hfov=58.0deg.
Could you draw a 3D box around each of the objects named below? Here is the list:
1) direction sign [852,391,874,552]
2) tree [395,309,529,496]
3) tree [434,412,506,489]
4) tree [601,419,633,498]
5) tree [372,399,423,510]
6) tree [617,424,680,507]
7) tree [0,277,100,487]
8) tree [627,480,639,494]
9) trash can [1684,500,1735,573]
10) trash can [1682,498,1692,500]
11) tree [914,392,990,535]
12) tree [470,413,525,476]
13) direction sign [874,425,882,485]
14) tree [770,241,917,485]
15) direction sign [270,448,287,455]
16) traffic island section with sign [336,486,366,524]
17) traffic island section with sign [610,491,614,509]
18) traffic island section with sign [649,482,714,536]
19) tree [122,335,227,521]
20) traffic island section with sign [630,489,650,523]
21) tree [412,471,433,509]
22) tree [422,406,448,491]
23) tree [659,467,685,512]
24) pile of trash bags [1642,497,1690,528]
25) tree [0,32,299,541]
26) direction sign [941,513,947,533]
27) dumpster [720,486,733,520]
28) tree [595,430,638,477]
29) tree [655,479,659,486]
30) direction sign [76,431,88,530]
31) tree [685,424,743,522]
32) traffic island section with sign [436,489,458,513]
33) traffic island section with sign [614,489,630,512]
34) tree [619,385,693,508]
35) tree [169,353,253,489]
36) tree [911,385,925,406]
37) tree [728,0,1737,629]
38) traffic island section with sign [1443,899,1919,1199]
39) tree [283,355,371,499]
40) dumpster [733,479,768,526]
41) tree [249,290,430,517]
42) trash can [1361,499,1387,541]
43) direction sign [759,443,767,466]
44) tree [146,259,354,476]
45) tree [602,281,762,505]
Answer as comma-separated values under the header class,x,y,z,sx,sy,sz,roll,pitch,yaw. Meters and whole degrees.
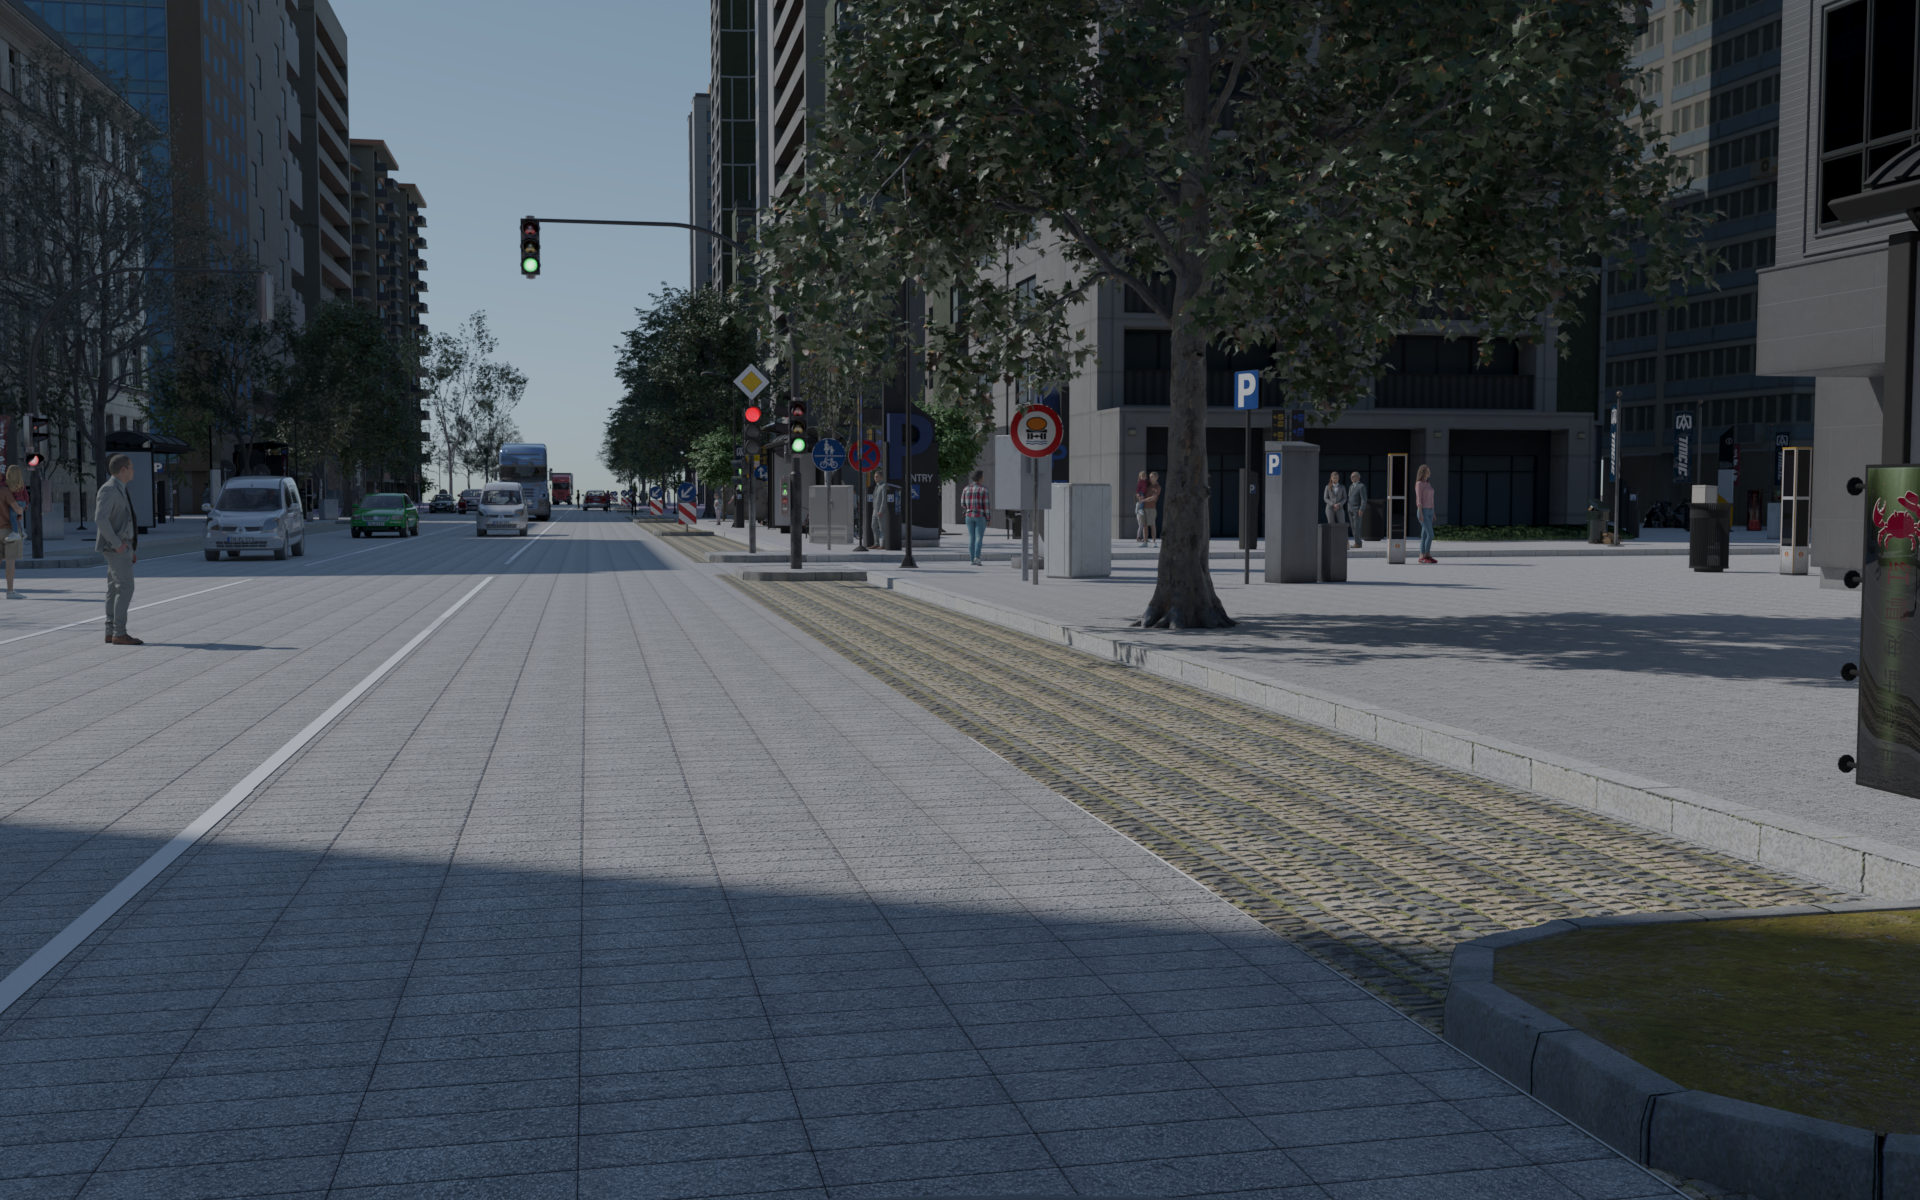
class,x,y,z,sx,sy,sz,roll,pitch,yaw
direction sign,-2.221,-2.852,38.626,0.379,3.537,0.876,-1,4,-10
tree,-51.231,-19.639,176.989,12.611,20.169,13.585,0,3,0
tree,-55.944,-16.010,196.171,7.601,10.594,8.767,-1,4,-22
tree,-44.013,-18.681,231.183,9.928,11.665,9.643,0,3,0
tree,-38.805,-10.027,114.301,4.360,8.622,3.978,0,3,0
tree,-30.963,-14.633,173.658,7.601,10.594,8.767,1,4,18
tree,-31.069,-6.621,58.610,4.360,8.622,3.978,0,3,0
tree,-41.155,-13.720,218.919,1.663,3.219,1.824,0,3,0
trash can,12.337,-1.031,28.505,0.748,1.137,0.748,0,3,0
trash can,25.026,-2.900,59.062,0.748,1.137,0.748,0,3,0
tree,-0.708,-4.314,54.243,4.285,4.588,4.351,0,3,0
tree,-68.585,-21.308,258.747,12.009,13.543,11.850,0,3,0
direction sign,-2.835,-4.004,57.461,0.379,3.537,0.876,-3,4,-39
tree,-3.385,-5.800,45.188,4.360,8.622,3.978,0,3,0
direction sign,-33.210,-5.662,84.571,0.379,3.537,0.876,3,5,42
traffic island section with sign,-28.874,-4.565,83.266,1.989,1.847,2.006,-1,4,-12
traffic island section with sign,-31.441,-9.354,161.563,1.989,1.847,2.006,-1,4,-12
traffic island section with sign,-9.503,-3.103,59.364,1.989,1.847,2.006,-1,4,-12
tree,-36.919,-8.015,81.408,4.737,8.622,4.395,0,3,0
traffic island section with sign,-15.225,-4.734,86.027,1.989,1.847,2.006,-1,4,-12
tree,-45.648,-9.361,147.661,1.663,3.219,1.824,0,3,0
tree,-42.793,-11.420,137.072,4.360,8.622,3.978,0,3,0
tree,-19.925,-7.858,123.079,1.663,3.219,1.824,0,3,0
pile of trash bags,27.519,-3.437,65.955,3.447,1.369,1.912,-3,5,-44
tree,-23.677,-8.370,47.216,12.009,13.543,11.850,0,3,0
direction sign,-0.633,-4.028,57.852,0.876,3.537,0.379,1,4,14
dumpster,-11.371,-4.974,87.090,1.264,1.857,1.865,-1,4,-12
tree,-47.525,-20.803,250.490,12.009,13.543,11.850,0,3,0
tree,-27.771,-10.187,161.158,1.663,3.219,1.824,0,3,0
direction sign,-31.528,-4.286,62.073,0.379,3.537,0.876,-2,4,-33
tree,-11.143,-5.947,80.953,4.285,4.588,4.351,0,3,0
traffic island section with sign,-39.366,-7.555,132.153,1.989,1.847,2.006,-1,4,-12
traffic island section with sign,-25.702,-7.721,134.859,1.989,1.847,2.006,-1,4,-12
tree,-26.457,-14.457,154.493,7.486,12.596,7.792,0,3,0
tree,-37.568,-8.351,86.901,4.360,8.622,3.978,0,3,0
tree,-1.159,-8.665,92.038,4.737,8.622,4.395,0,3,0
tree,2.302,-6.083,16.473,9.611,12.733,9.660,0,3,0
traffic island section with sign,2.324,0.267,4.270,1.989,1.847,2.006,-1,4,-12
tree,-32.800,-8.461,88.698,4.360,8.622,3.978,0,3,0
dumpster,-8.233,-3.873,69.086,1.264,1.857,1.865,-1,4,-12
tree,-34.680,-11.038,97.471,9.611,12.733,9.660,0,3,0
trash can,11.250,-2.175,47.211,0.748,1.137,0.748,0,3,0
direction sign,-8.535,-5.228,77.473,0.876,3.537,0.379,-1,4,-23
tree,-27.955,-8.183,68.209,8.767,10.594,7.601,0,4,-4
tree,-16.407,-12.129,104.966,9.857,13.997,8.962,0,3,0
